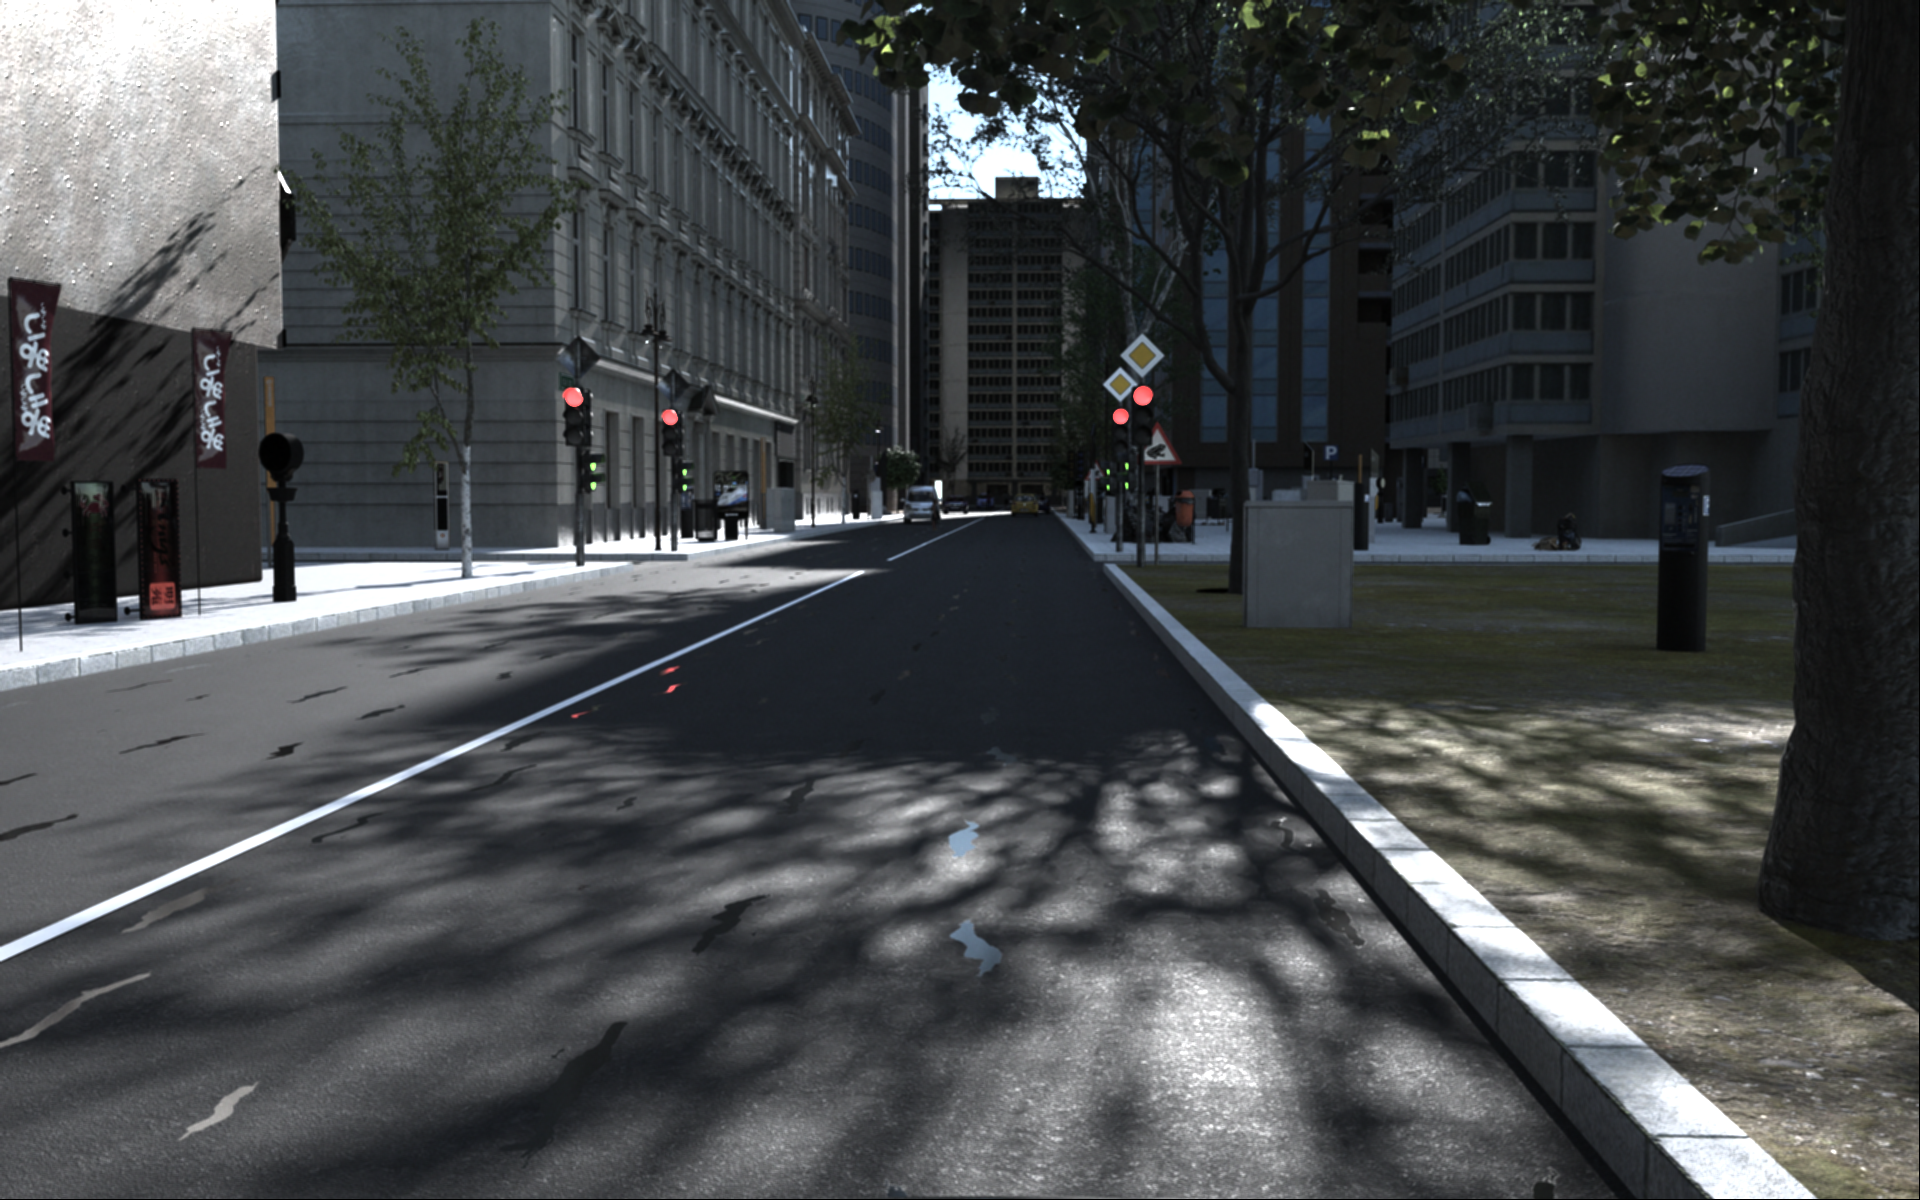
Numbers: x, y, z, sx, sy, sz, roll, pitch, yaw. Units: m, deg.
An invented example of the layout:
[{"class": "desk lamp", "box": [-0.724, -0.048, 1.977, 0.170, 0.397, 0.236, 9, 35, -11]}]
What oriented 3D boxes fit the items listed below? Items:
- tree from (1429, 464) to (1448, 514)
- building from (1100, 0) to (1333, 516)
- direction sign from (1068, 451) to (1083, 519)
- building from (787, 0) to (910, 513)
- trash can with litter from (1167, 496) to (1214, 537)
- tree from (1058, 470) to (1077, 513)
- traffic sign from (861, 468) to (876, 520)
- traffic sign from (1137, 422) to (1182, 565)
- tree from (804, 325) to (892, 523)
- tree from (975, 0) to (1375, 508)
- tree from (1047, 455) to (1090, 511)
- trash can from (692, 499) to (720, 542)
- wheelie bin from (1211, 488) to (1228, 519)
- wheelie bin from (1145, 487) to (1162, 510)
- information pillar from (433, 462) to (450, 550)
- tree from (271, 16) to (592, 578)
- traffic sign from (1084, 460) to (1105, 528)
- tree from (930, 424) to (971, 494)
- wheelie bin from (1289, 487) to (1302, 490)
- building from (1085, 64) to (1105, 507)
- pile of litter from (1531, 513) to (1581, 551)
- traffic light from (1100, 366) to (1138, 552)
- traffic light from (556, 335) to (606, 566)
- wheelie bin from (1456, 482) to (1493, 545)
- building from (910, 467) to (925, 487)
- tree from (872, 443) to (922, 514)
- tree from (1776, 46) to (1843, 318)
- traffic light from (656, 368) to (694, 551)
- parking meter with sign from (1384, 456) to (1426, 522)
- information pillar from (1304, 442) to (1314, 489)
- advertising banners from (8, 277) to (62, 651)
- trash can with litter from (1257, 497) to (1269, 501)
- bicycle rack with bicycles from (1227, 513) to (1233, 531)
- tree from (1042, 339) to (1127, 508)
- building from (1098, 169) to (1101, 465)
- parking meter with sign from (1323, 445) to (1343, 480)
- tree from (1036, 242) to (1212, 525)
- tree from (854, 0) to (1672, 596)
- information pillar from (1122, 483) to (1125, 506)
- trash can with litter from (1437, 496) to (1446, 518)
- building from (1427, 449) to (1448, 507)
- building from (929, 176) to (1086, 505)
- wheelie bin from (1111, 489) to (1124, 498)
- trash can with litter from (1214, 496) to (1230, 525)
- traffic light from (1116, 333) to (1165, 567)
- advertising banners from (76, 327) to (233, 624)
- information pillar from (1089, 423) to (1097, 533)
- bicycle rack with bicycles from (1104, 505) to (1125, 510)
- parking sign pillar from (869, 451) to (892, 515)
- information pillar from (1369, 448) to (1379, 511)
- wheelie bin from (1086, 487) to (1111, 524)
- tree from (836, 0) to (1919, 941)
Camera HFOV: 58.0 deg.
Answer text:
[{"class": "tree", "box": [30.802, -7.125, 111.094, 1.663, 3.219, 1.824, 0, 3, 0]}, {"class": "building", "box": [16.924, -28.723, 119.728, 14.600, 45.320, 14.200, 0, 4, 3]}, {"class": "direction sign", "box": [6.053, -6.041, 90.763, 0.876, 3.537, 0.379, 2, 4, 23]}, {"class": "building", "box": [-15.247, -35.809, 127.472, 21.231, 58.520, 28.212, 0, 4, 3]}, {"class": "trash can with litter", "box": [6.370, -2.506, 52.026, 1.678, 1.210, 2.233, -1, 4, -12]}, {"class": "tree", "box": [7.585, -7.477, 116.852, 1.663, 3.219, 1.824, 0, 3, 0]}, {"class": "traffic sign", "box": [-4.501, -5.183, 84.845, 0.768, 2.556, 0.104, 1, 4, 12]}, {"class": "traffic sign", "box": [3.556, -1.913, 31.274, 0.884, 2.594, 0.081, 0, 4, 5]}, {"class": "tree", "box": [-5.122, -7.708, 76.385, 4.737, 8.622, 4.395, 0, 3, 0]}, {"class": "tree", "box": [6.057, -11.734, 47.740, 12.611, 20.169, 13.585, 0, 3, 0]}, {"class": "tree", "box": [8.405, -9.151, 133.335, 4.285, 4.588, 4.351, 0, 3, 0]}, {"class": "trash can", "box": [-6.879, -2.159, 46.958, 0.748, 1.137, 0.748, 0, 3, 0]}, {"class": "wheelie bin", "box": [13.370, -4.967, 89.118, 0.980, 1.594, 0.693, -2, 4, -24]}, {"class": "wheelie bin", "box": [8.358, -4.101, 74.964, 0.693, 1.594, 0.980, 2, 4, 24]}, {"class": "information pillar", "box": [-11.858, -2.146, 39.582, 0.304, 2.012, 0.304, -2, 4, -25]}, {"class": "tree", "box": [-7.831, -4.651, 26.405, 4.737, 8.622, 4.395, 0, 3, 0]}, {"class": "traffic sign", "box": [5.157, -4.015, 65.647, 0.884, 2.594, 0.081, 1, 4, 10]}, {"class": "tree", "box": [-0.943, -14.160, 181.871, 4.360, 8.622, 3.978, 0, 3, 0]}, {"class": "wheelie bin", "box": [14.650, -4.158, 75.884, 0.980, 1.594, 0.693, -2, 4, -31]}, {"class": "building", "box": [22.934, -38.457, 170.768, 21.231, 58.520, 28.212, 0, 4, 3]}, {"class": "pile of litter", "box": [13.672, -1.578, 39.759, 1.176, 0.858, 1.719, 3, 5, 44]}, {"class": "traffic light", "box": [3.514, -3.019, 38.284, 0.839, 4.253, 0.868, 0, 4, 3]}, {"class": "traffic light", "box": [-6.744, -2.557, 30.731, 0.839, 4.253, 0.868, 0, 4, 3]}, {"class": "wheelie bin", "box": [12.968, -2.195, 43.798, 0.980, 1.594, 0.693, -2, 4, -31]}, {"class": "building", "box": [-13.624, -43.636, 151.697, 20.563, 71.187, 20.611, 0, 4, 3]}, {"class": "tree", "box": [-4.057, -7.775, 110.829, 4.285, 4.588, 4.351, 0, 3, 0]}, {"class": "tree", "box": [14.127, -4.568, 25.048, 4.737, 8.622, 4.395, 0, 3, 0]}, {"class": "traffic light", "box": [-6.388, -3.045, 38.708, 0.839, 4.253, 0.868, 0, 4, 3]}, {"class": "parking meter with sign", "box": [20.332, -5.073, 79.211, 1.738, 3.016, 0.543, 0, 4, 5]}, {"class": "information pillar", "box": [15.619, -5.280, 77.678, 0.183, 3.616, 0.504, -3, 5, -40]}, {"class": "advertising banners", "box": [-7.809, -1.061, 13.535, 0.090, 3.025, 2.074, 1, 4, 18]}, {"class": "trash can with litter", "box": [13.041, -3.856, 74.433, 0.624, 1.170, 1.055, 1, 4, 14]}, {"class": "bicycle rack with bicycles", "box": [10.616, -2.806, 59.259, 2.925, 0.926, 2.852, -3, 4, -38]}, {"class": "tree", "box": [6.535, -8.002, 81.197, 4.737, 8.622, 4.395, 0, 3, 0]}, {"class": "building", "box": [22.822, -31.936, 141.754, 23.786, 49.044, 30.456, 0, 4, 3]}, {"class": "parking meter with sign", "box": [13.530, -4.046, 62.409, 0.543, 3.016, 1.738, 2, 4, 23]}, {"class": "tree", "box": [6.679, -8.911, 71.442, 9.928, 11.665, 9.643, 0, 3, 0]}, {"class": "tree", "box": [3.503, -6.829, 22.020, 12.009, 13.543, 11.850, 0, 3, 0]}, {"class": "information pillar", "box": [9.105, -5.703, 97.731, 0.304, 2.012, 0.304, 2, 4, 31]}, {"class": "trash can with litter", "box": [27.033, -5.111, 94.624, 2.233, 1.210, 1.678, 0, 4, 2]}, {"class": "building", "box": [51.403, -46.962, 206.088, 20.611, 71.187, 20.563, 0, 4, 3]}, {"class": "building", "box": [6.952, -31.967, 214.534, 23.993, 40.220, 32.217, 0, 4, 3]}, {"class": "wheelie bin", "box": [6.978, -4.295, 78.124, 0.980, 1.594, 0.693, -3, 5, -41]}, {"class": "trash can with litter", "box": [10.113, -3.704, 71.615, 2.233, 1.210, 1.678, 2, 4, 27]}, {"class": "traffic light", "box": [3.158, -2.531, 30.307, 0.839, 4.253, 0.868, 0, 4, 3]}, {"class": "advertising banners", "box": [-8.269, -1.320, 17.774, 0.090, 3.025, 2.074, 2, 4, 26]}, {"class": "information pillar", "box": [4.394, -4.034, 57.316, 0.183, 3.616, 0.504, 1, 4, 15]}, {"class": "bicycle rack with bicycles", "box": [9.254, -4.882, 93.204, 2.852, 0.926, 2.925, -1, 4, -14]}, {"class": "parking sign pillar", "box": [-4.924, -7.235, 106.769, 1.447, 3.967, 1.447, 1, 4, 16]}, {"class": "information pillar", "box": [20.900, -5.880, 87.497, 0.504, 3.616, 0.183, -1, 4, -18]}, {"class": "wheelie bin", "box": [5.926, -4.107, 75.054, 0.980, 1.594, 0.693, 1, 4, 9]}, {"class": "tree", "box": [2.908, -6.012, 4.947, 9.857, 13.997, 8.962, 0, 3, 0]}]
